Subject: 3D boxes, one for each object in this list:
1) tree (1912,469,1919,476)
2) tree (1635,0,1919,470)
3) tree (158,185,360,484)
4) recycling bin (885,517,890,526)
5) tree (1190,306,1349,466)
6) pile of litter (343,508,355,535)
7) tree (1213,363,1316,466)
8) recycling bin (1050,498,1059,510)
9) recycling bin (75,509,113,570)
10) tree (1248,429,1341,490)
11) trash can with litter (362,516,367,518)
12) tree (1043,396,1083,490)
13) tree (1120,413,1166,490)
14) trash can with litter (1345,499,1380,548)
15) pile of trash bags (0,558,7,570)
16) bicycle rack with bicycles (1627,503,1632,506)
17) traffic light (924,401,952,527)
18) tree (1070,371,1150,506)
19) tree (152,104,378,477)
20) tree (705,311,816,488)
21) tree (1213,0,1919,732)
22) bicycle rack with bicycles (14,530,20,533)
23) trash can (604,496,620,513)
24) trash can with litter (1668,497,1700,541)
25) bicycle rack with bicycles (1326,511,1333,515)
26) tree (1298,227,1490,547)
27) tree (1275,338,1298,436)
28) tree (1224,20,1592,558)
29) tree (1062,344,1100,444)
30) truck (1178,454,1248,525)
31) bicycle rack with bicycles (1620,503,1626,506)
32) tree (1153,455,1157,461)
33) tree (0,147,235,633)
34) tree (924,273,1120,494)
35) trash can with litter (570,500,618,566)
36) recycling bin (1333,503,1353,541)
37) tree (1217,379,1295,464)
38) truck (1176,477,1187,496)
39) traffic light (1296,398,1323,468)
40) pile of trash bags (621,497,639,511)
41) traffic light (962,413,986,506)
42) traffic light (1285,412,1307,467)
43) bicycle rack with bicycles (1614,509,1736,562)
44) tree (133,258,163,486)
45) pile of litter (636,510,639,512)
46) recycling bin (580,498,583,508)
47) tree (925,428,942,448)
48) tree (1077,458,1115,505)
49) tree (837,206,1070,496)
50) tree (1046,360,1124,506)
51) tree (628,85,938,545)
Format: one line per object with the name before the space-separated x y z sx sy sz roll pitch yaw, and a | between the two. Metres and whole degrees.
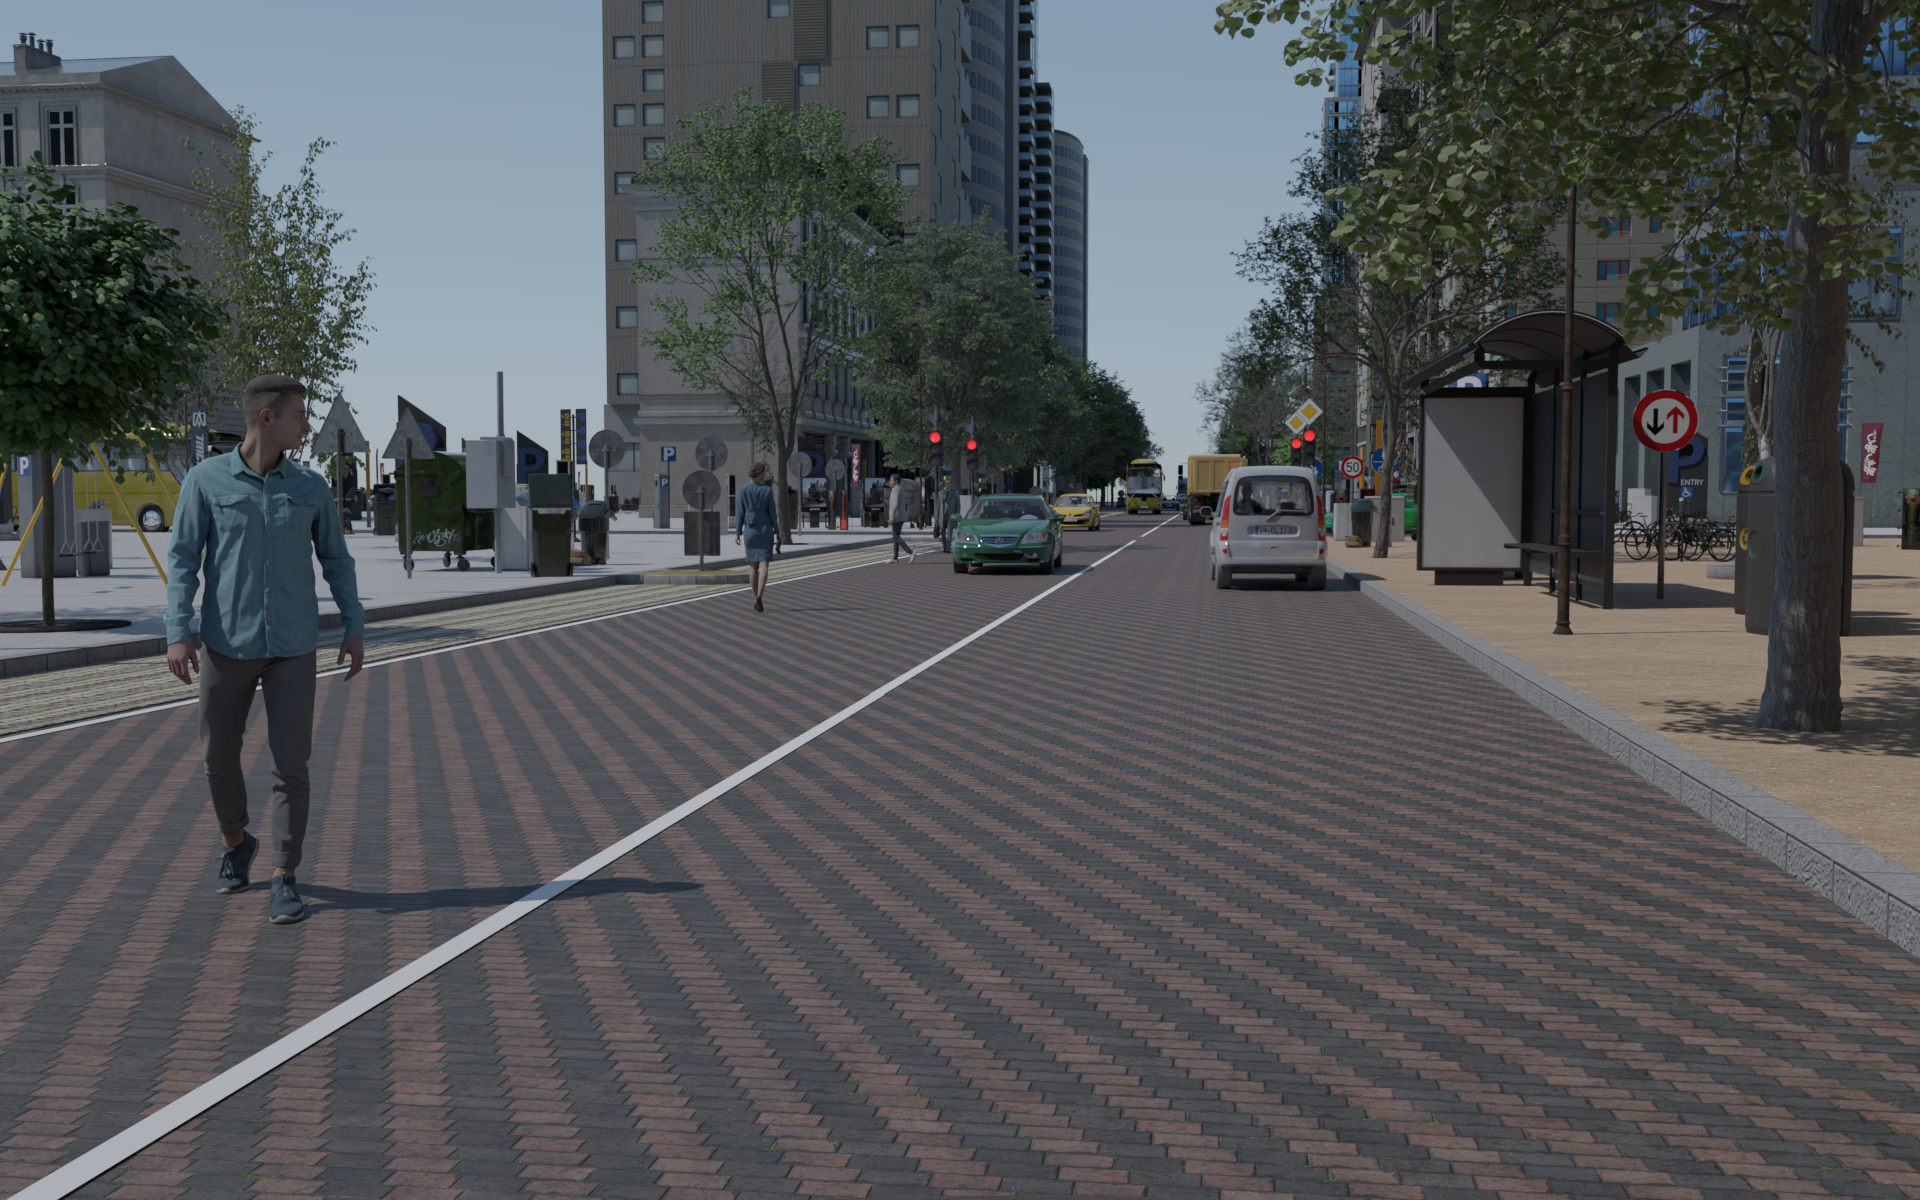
tree | 35.976 -4.202 63.303 1.663 3.219 1.824 0 3 0
tree | 10.996 -4.443 23.005 4.360 8.622 3.978 0 3 0
tree | -16.119 -5.555 41.191 4.360 8.622 3.978 0 3 0
recycling bin | -3.345 -3.529 70.259 0.722 1.027 0.722 3 4 39
tree | 19.921 -12.361 112.469 12.009 13.543 11.850 0 3 0
pile of litter | -19.813 -2.512 55.044 1.176 0.858 1.719 0 4 -8
tree | 22.120 -12.218 125.518 9.928 11.665 9.643 0 3 0
recycling bin | 6.537 -6.298 115.534 0.722 1.027 0.722 3 5 41
recycling bin | -14.989 -1.054 29.792 0.722 1.027 0.722 -2 4 -26
tree | 16.043 -5.911 80.361 4.285 4.588 4.351 0 3 0
trash can with litter | -31.648 -4.927 91.608 2.233 1.210 1.678 -1 4 -9
tree | 7.197 -10.761 126.307 4.360 8.622 3.978 0 3 0
tree | 22.682 -19.212 231.118 9.611 12.733 9.660 0 3 0
trash can with litter | 9.633 -1.847 41.592 0.624 1.170 1.055 2 4 29
pile of trash bags | -17.745 -1.214 29.595 1.912 1.369 3.447 -3 5 -44
bicycle rack with bicycles | 25.985 -3.356 68.258 2.925 0.926 2.852 -1 4 -10
traffic light | -0.690 -3.881 52.382 0.839 4.253 0.868 1 4 8
tree | 14.683 -16.644 178.782 9.857 13.997 8.962 0 3 0
tree | -13.054 -5.058 33.058 4.737 8.622 4.395 0 3 0
tree | -7.867 -7.218 68.370 4.360 8.622 3.978 0 3 0
tree | 5.040 -5.575 9.271 7.486 12.596 7.792 0 3 0
bicycle rack with bicycles | -29.518 -2.406 52.723 2.925 0.926 2.852 0 4 -4
trash can | -20.655 -5.523 101.962 0.748 1.137 0.748 0 3 0
trash can with litter | 19.736 -2.231 47.530 1.678 1.210 2.233 2 4 24
bicycle rack with bicycles | 15.498 -3.259 66.673 2.852 0.926 2.925 3 4 37
tree | 10.665 -5.595 41.835 4.360 8.622 3.978 0 3 0
tree | 14.663 -7.368 70.830 4.360 8.622 3.978 0 3 0
tree | 8.719 -6.106 34.240 7.601 10.594 8.767 2 4 32
tree | 5.309 -11.608 115.552 9.928 11.665 9.643 0 3 0
truck | 12.277 -5.346 83.335 3.469 3.379 9.791 0 4 6
bicycle rack with bicycles | 22.083 -3.032 62.956 2.925 0.926 2.852 0 4 -4
tree | 30.439 -20.337 282.869 4.737 8.622 4.395 0 3 0
tree | -8.714 -2.002 16.450 4.285 4.588 4.351 0 3 0
tree | 2.106 -10.534 89.239 9.611 12.733 9.660 0 3 0
trash can with litter | -6.652 -1.210 31.165 0.624 1.170 1.055 1 4 14
recycling bin | 10.640 -2.141 47.555 0.722 1.027 0.722 1 4 10
tree | 28.459 -15.143 164.601 9.611 12.733 9.660 0 3 0
truck | 36.298 -17.712 279.343 2.967 4.110 18.799 0 4 7
traffic light | 10.209 -3.785 50.811 0.839 4.253 0.868 1 4 8
pile of trash bags | -24.317 -7.585 133.769 3.447 1.369 1.912 -2 4 -32
traffic light | 0.465 -4.365 60.284 0.839 4.253 0.868 1 4 8
traffic light | 11.363 -4.269 58.713 0.839 4.253 0.868 1 4 8
bicycle rack with bicycles | 14.052 -1.243 33.711 2.852 0.926 2.925 -1 4 -23
tree | -22.555 -6.122 50.462 4.360 8.622 3.978 0 3 0
pile of litter | -22.421 -6.651 122.710 1.176 0.858 1.719 -1 4 -23
recycling bin | -27.540 -6.835 124.304 0.722 1.027 0.722 -2 4 -34
tree | -0.536 -10.494 121.941 4.737 8.622 4.395 0 3 0
tree | 12.227 -10.550 156.199 4.285 4.588 4.351 0 3 0
tree | -0.289 -10.355 75.958 9.857 13.997 8.962 0 3 0
tree | 11.024 -13.963 146.420 7.486 12.596 7.792 0 3 0
tree | -4.418 -7.209 43.616 9.928 11.665 9.643 0 3 0
